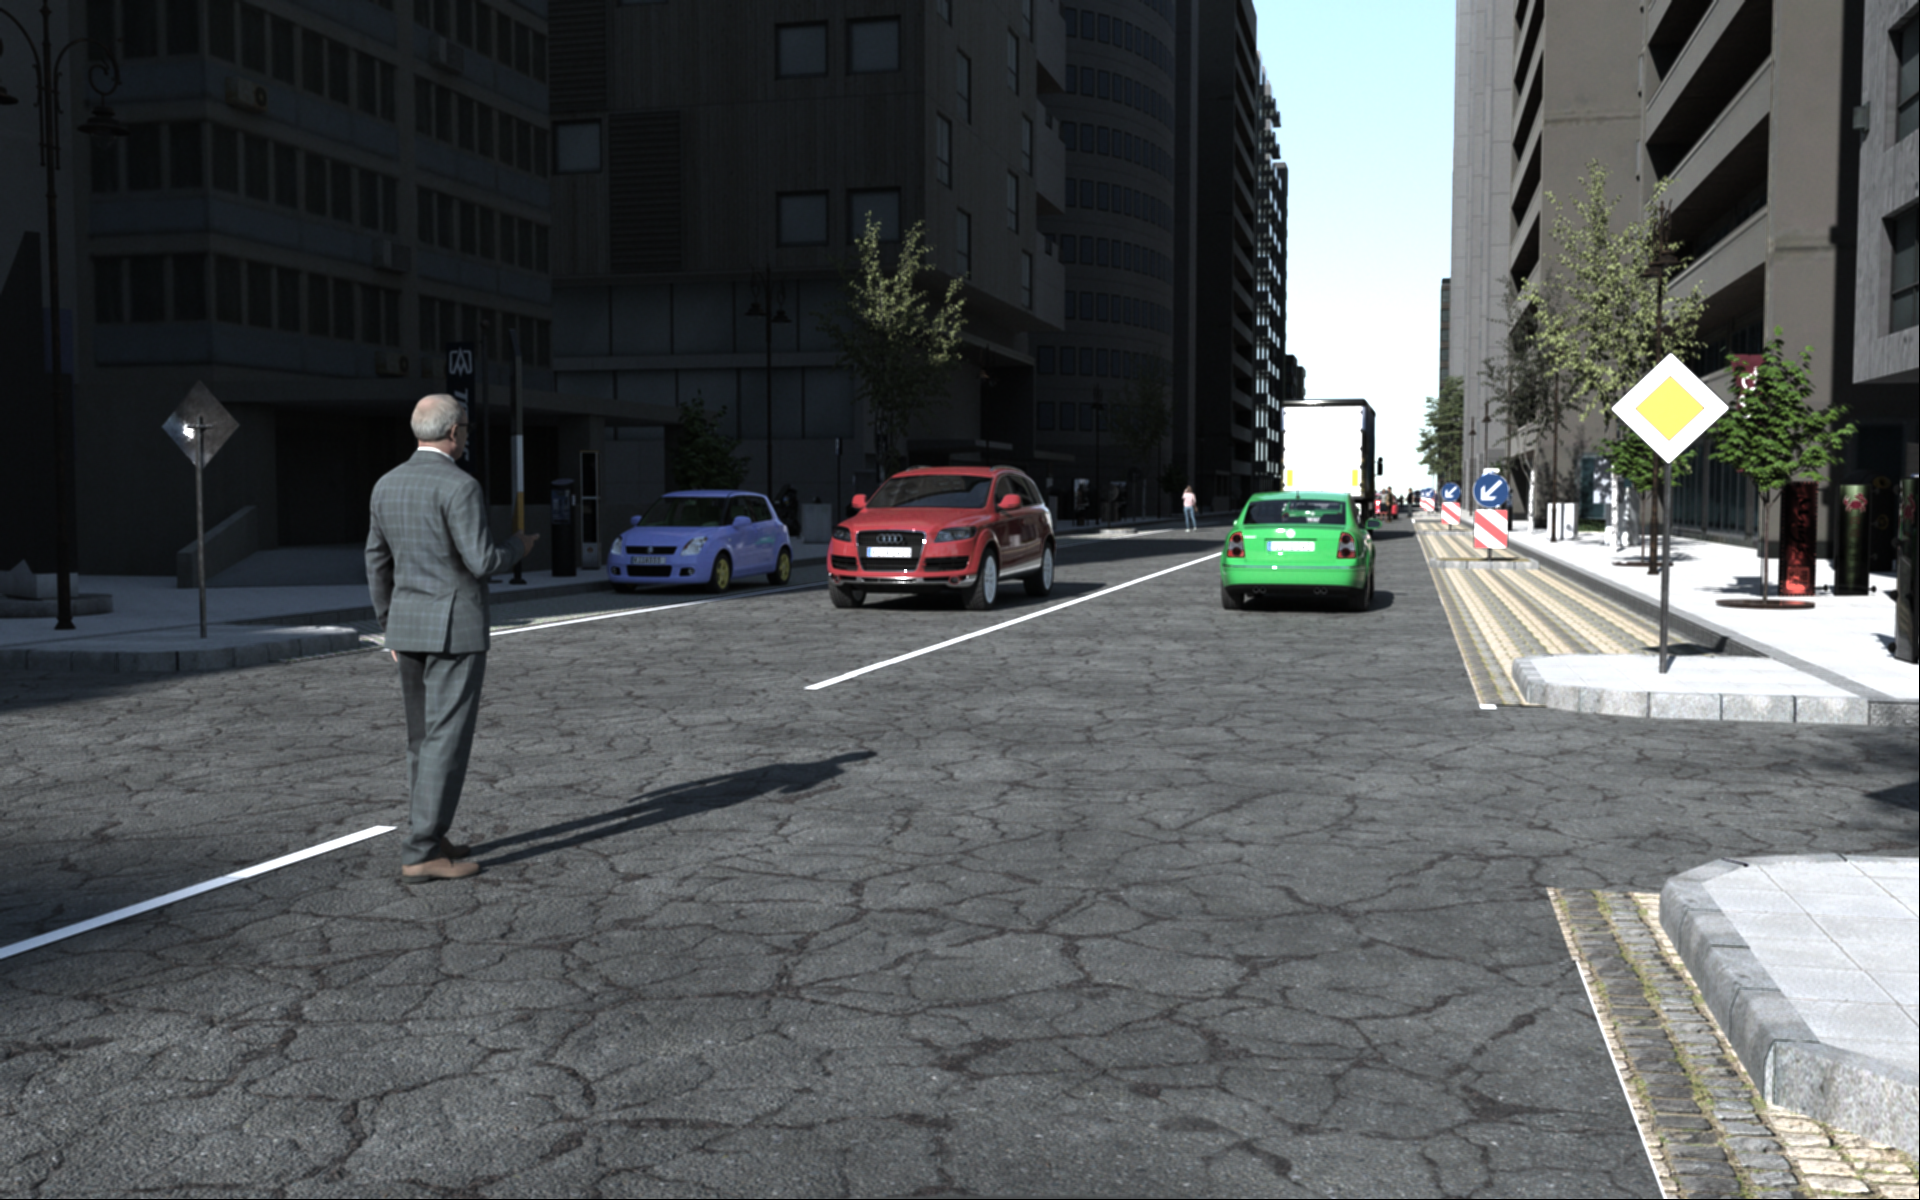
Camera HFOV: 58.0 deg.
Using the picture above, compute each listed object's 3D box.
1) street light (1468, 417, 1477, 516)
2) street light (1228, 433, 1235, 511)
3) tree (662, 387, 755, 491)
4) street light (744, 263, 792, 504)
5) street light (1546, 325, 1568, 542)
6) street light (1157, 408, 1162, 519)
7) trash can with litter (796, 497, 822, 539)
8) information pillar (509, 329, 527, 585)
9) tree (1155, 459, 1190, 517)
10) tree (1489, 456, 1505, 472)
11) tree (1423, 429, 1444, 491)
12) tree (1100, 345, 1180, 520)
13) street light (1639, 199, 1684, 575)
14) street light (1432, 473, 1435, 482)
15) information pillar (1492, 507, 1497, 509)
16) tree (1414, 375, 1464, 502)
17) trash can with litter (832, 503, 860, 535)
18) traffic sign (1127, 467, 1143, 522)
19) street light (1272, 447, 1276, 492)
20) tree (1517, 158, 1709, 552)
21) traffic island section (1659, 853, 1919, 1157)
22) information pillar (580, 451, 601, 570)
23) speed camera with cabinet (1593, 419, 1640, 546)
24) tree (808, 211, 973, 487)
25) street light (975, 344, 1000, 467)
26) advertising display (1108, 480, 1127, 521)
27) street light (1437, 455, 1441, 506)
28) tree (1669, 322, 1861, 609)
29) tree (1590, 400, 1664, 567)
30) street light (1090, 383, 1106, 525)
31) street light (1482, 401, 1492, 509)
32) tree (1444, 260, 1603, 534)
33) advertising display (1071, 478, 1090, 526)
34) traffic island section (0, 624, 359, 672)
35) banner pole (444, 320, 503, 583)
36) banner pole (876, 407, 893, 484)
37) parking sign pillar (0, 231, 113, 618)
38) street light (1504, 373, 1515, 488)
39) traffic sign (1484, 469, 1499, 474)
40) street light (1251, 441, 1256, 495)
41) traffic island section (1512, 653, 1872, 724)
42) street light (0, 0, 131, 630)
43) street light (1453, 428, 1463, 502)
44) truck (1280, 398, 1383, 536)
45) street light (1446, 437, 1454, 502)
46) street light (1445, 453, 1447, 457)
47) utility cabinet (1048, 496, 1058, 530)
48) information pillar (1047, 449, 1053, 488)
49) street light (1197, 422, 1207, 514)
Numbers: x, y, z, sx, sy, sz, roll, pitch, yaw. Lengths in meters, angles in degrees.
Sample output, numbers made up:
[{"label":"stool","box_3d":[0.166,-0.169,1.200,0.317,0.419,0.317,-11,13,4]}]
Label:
[{"label":"street light","box_3d":[30.262,-7.926,102.377,0.468,5.910,1.993,1,4,14]},{"label":"street light","box_3d":[20.007,-9.495,128.024,0.468,5.910,1.993,1,4,14]},{"label":"tree","box_3d":[-4.765,-2.249,31.375,1.663,3.219,1.824,0,3,0]},{"label":"street light","box_3d":[-3.839,-3.797,34.861,0.468,5.910,1.993,1,4,14]},{"label":"street light","box_3d":[15.870,-4.486,46.136,0.468,5.910,1.993,1,4,14]},{"label":"street light","box_3d":[10.414,-7.199,90.490,0.468,5.910,1.993,1,4,14]},{"label":"trash can with litter","box_3d":[-4.224,-2.354,49.552,1.678,1.210,2.233,0,4,1]},{"label":"information pillar","box_3d":[-6.278,-2.030,24.541,0.183,3.616,0.504,-2,4,-24]},{"label":"tree","box_3d":[12.138,-6.315,97.846,1.663,3.219,1.824,0,3,0]},{"label":"tree","box_3d":[27.491,-5.734,88.359,1.663,3.219,1.824,0,3,0]},{"label":"tree","box_3d":[48.289,-13.610,172.880,4.360,8.622,3.978,0,3,0]},{"label":"tree","box_3d":[9.112,-8.317,86.339,4.737,8.622,4.395,0,3,0]},{"label":"street light","box_3d":[11.059,-3.344,27.457,0.468,5.910,1.993,1,4,14]},{"label":"street light","box_3d":[55.510,-13.980,201.367,0.468,5.910,1.993,1,4,14]},{"label":"information pillar","box_3d":[25.214,-4.733,81.879,0.304,2.012,0.304,0,4,6]},{"label":"tree","box_3d":[47.438,-15.146,165.769,7.486,12.596,7.792,0,3,0]},{"label":"trash can with litter","box_3d":[-3.344,-2.473,51.820,1.055,1.170,0.624,2,4,27]},{"label":"traffic sign","box_3d":[8.058,-4.891,80.077,0.768,2.556,0.104,2,4,24]},{"label":"street light","box_3d":[30.897,-12.109,170.770,0.468,5.910,1.993,1,4,14]},{"label":"tree","box_3d":[14.361,-5.351,37.848,4.737,8.622,4.395,0,3,0]},{"label":"traffic island section","box_3d":[3.079,1.077,4.674,2.009,0.180,2.903,1,4,14]},{"label":"information pillar","box_3d":[-6.266,-1.523,29.386,0.304,2.012,0.304,0,4,-4]},{"label":"speed camera with cabinet","box_3d":[16.157,-2.952,42.597,0.660,3.252,2.038,3,4,36]},{"label":"tree","box_3d":[-1.838,-5.853,46.066,4.737,8.622,4.395,0,3,0]},{"label":"street light","box_3d":[0.850,-4.933,53.444,0.468,5.910,1.993,1,4,14]},{"label":"advertising display","box_3d":[7.492,-4.720,82.384,0.974,1.923,0.123,-2,4,-24]},{"label":"street light","box_3d":[50.522,-12.801,182.091,0.468,5.910,1.993,1,4,14]},{"label":"tree","box_3d":[9.293,-1.528,19.591,1.663,3.219,1.824,0,3,0]},{"label":"tree","box_3d":[12.362,-2.222,30.929,1.663,3.219,1.824,0,3,0]},{"label":"street light","box_3d":[5.731,-6.075,72.115,0.468,5.910,1.993,1,4,14]},{"label":"street light","box_3d":[25.582,-6.817,84.247,0.468,5.910,1.993,1,4,14]},{"label":"tree","box_3d":[18.500,-6.441,55.679,4.360,8.622,3.978,0,3,0]},{"label":"advertising display","box_3d":[4.854,-3.939,69.615,0.974,1.923,0.123,-3,5,-43]},{"label":"traffic island section","box_3d":[-6.756,0.419,15.423,2.009,0.180,2.903,1,4,14]},{"label":"banner pole","box_3d":[-7.050,-2.141,25.029,0.863,3.779,0.401,1,4,15]},{"label":"banner pole","box_3d":[-2.123,-3.655,49.775,0.863,3.779,0.401,3,5,43]},{"label":"parking sign pillar","box_3d":[-9.882,-1.833,18.447,1.447,3.967,1.447,3,5,45]},{"label":"street light","box_3d":[20.767,-5.670,65.491,0.468,5.910,1.993,1,4,14]},{"label":"traffic sign","box_3d":[21.423,-4.142,69.849,0.606,2.300,0.079,2,4,23]},{"label":"street light","box_3d":[24.939,-10.686,147.502,0.468,5.910,1.993,1,4,14]},{"label":"traffic island section","box_3d":[5.056,0.604,12.411,2.009,0.180,2.903,1,4,14]},{"label":"street light","box_3d":[-8.502,-2.660,16.273,0.468,5.910,1.993,1,4,14]},{"label":"street light","box_3d":[34.919,-9.063,120.968,0.468,5.910,1.993,1,4,14]},{"label":"truck","box_3d":[12.181,-4.133,56.485,2.839,4.237,11.283,1,4,15]},{"label":"street light","box_3d":[39.744,-10.208,139.689,0.468,5.910,1.993,1,4,14]},{"label":"street light","box_3d":[44.528,-11.343,158.247,0.468,5.910,1.993,1,4,14]},{"label":"utility cabinet","box_3d":[3.310,-3.082,61.558,0.306,1.237,1.020,0,4,5]},{"label":"information pillar","box_3d":[4.654,-6.019,89.759,0.183,3.616,0.504,2,4,34]},{"label":"street light","box_3d":[15.259,-8.359,109.457,0.468,5.910,1.993,1,4,14]}]
